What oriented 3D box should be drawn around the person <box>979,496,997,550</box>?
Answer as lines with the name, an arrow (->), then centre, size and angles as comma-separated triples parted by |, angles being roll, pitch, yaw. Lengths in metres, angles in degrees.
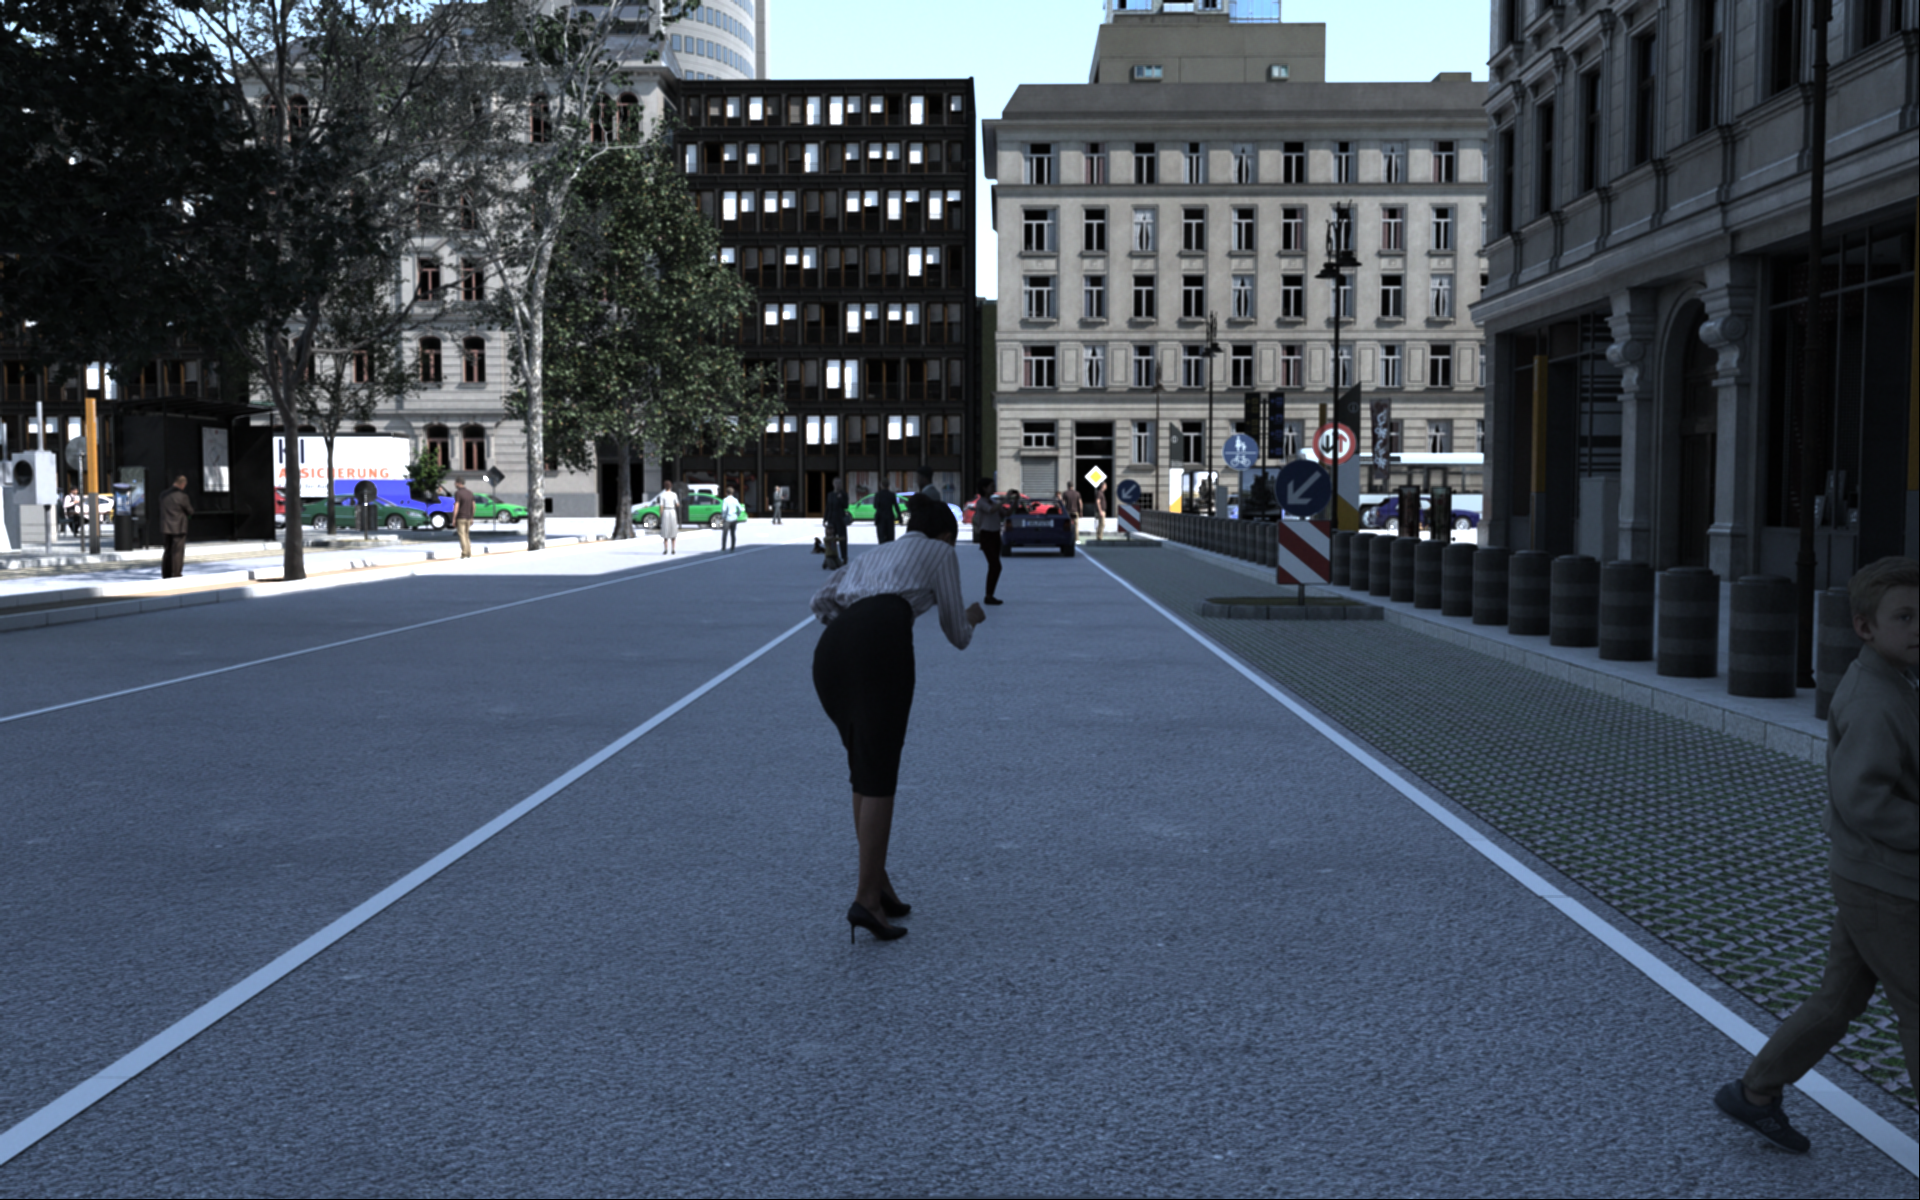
person -> 0.723, -2.079, 44.557 | 0.516, 1.574, 0.319 | 0, 4, 6

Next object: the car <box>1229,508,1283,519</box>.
car -> 12.999, -3.796, 71.652 | 3.694, 1.707, 1.945 | 0, 4, 1

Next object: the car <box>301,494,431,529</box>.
car -> -22.757, -3.333, 66.290 | 4.920, 1.459, 2.131 | 0, 4, 1

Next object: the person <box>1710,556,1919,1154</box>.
person -> 1.946, 0.558, 3.654 | 0.640, 1.303, 0.475 | 1, 4, 22

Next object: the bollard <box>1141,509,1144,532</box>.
bollard -> 6.214, -2.577, 56.859 | 0.404, 0.777, 0.398 | 0, 3, 0

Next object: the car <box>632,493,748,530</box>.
car -> -11.011, -3.765, 70.348 | 4.718, 1.807, 1.959 | 0, 4, 3

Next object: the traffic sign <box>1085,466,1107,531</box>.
traffic sign -> 4.760, -3.492, 60.742 | 0.795, 2.450, 0.064 | 0, 4, 1

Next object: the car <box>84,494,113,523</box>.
car -> -41.004, -4.542, 84.489 | 3.980, 1.641, 2.015 | 0, 3, 0

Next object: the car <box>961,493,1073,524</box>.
car -> 2.304, -3.618, 68.202 | 4.494, 1.783, 2.155 | 0, 3, 0

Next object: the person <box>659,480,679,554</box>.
person -> -6.923, -1.964, 41.178 | 0.480, 1.755, 0.524 | -1, 4, -21

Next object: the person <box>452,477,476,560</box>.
person -> -10.715, -1.753, 37.297 | 0.434, 1.807, 0.598 | 3, 4, 37

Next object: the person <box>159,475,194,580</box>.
person -> -12.961, -1.193, 28.688 | 0.565, 1.739, 0.600 | 0, 4, -8

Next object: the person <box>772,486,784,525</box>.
person -> -8.501, -4.438, 81.244 | 0.590, 1.801, 0.661 | 0, 4, 4

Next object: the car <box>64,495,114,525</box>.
car -> -40.991, -4.244, 81.749 | 4.827, 1.381, 2.083 | 0, 3, 0

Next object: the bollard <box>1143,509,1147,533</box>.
bollard -> 6.186, -2.504, 55.656 | 0.404, 0.777, 0.398 | 0, 3, 0

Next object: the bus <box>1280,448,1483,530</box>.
bus -> 18.312, -4.367, 66.263 | 13.247, 3.499, 2.948 | 0, 4, 1

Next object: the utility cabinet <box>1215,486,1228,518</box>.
utility cabinet -> 6.967, -2.290, 46.122 | 0.318, 1.500, 1.173 | 0, 4, 6

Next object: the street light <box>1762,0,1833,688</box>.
street light -> 5.604, -2.358, 11.340 | 0.468, 5.910, 1.993 | 0, 4, 1

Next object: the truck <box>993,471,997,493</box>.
truck -> 5.052, -12.508, 194.269 | 2.967, 4.110, 18.799 | 0, 4, 0

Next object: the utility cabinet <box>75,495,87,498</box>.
utility cabinet -> -44.815, -4.727, 88.456 | 0.306, 1.237, 1.020 | 3, 4, 37

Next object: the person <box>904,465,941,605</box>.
person -> -0.487, -0.848, 22.539 | 0.466, 1.800, 0.511 | 0, 4, 6

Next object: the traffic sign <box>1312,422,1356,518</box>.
traffic sign -> 6.610, -1.869, 30.657 | 0.768, 2.556, 0.104 | 1, 4, 10

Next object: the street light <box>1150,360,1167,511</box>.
street light -> 6.826, -5.325, 59.852 | 0.468, 5.910, 1.993 | 0, 4, 1

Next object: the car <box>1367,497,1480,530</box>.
car -> 17.026, -3.117, 63.545 | 3.894, 1.354, 1.945 | 0, 4, 1

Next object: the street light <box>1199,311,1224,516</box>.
street light -> 6.341, -4.344, 43.815 | 0.468, 5.910, 1.993 | 0, 4, 1

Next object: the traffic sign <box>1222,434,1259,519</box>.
traffic sign -> 5.937, -2.238, 36.705 | 0.768, 2.556, 0.104 | 1, 4, 9

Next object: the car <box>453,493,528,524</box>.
car -> -23.399, -4.642, 84.687 | 4.718, 1.807, 1.959 | 0, 4, 3

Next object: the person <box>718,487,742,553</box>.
person -> -5.573, -1.935, 41.954 | 0.589, 1.601, 0.330 | -2, 4, -31

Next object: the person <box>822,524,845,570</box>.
person -> -2.386, -1.000, 32.778 | 0.347, 0.859, 0.695 | -2, 4, -24

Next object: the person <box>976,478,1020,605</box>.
person -> 0.482, -0.772, 22.584 | 0.517, 1.644, 0.566 | -1, 4, -21

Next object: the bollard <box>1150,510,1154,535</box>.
bollard -> 6.130, -2.357, 53.253 | 0.404, 0.777, 0.398 | 0, 3, 0

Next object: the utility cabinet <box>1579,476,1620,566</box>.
utility cabinet -> 7.991, -0.796, 21.690 | 0.318, 1.500, 1.173 | 2, 4, 29

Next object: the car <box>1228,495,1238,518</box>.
car -> 11.904, -4.005, 77.478 | 4.499, 1.417, 2.014 | 0, 4, 1

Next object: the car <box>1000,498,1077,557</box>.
car -> 1.811, -1.737, 40.978 | 1.945, 1.354, 3.894 | 0, 4, 2

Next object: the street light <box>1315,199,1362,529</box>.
street light -> 5.981, -3.349, 27.538 | 0.468, 5.910, 1.993 | 0, 4, 1

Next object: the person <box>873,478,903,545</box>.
person -> -1.505, -1.646, 35.829 | 0.576, 1.772, 0.534 | -2, 4, -32

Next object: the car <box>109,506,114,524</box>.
car -> -34.517, -3.947, 74.757 | 3.980, 1.641, 2.015 | 0, 4, 3

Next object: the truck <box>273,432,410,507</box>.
truck -> -31.281, -5.551, 79.671 | 11.283, 4.237, 2.839 | 0, 4, 0

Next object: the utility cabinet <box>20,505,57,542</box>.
utility cabinet -> -24.292, -2.245, 45.387 | 1.173, 1.500, 0.318 | 1, 4, 11

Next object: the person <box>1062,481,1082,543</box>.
person -> 3.229, -2.529, 49.972 | 0.598, 1.807, 0.434 | 1, 4, 9

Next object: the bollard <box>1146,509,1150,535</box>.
bollard -> 6.154, -2.430, 54.455 | 0.404, 0.777, 0.398 | 0, 3, 0

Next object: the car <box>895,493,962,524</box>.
car -> -1.711, -4.446, 82.282 | 3.694, 1.707, 1.945 | 0, 4, 1

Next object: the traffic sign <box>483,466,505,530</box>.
traffic sign -> -16.477, -3.524, 61.267 | 0.795, 2.450, 0.064 | 0, 4, 1

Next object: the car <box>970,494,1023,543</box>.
car -> 1.269, -2.562, 51.682 | 2.009, 1.686, 4.222 | 0, 4, 2

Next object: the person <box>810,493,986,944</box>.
person -> -0.185, 0.361, 5.782 | 0.628, 1.438, 0.799 | 0, 4, -6

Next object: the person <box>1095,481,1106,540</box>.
person -> 4.234, -2.628, 51.589 | 0.434, 1.807, 0.598 | 1, 4, 23

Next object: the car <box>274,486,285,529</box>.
car -> -29.005, -3.689, 68.992 | 5.304, 1.827, 2.281 | 0, 4, 2

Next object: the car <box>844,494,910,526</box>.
car -> -3.794, -4.257, 78.391 | 4.718, 1.807, 1.959 | 0, 4, 0

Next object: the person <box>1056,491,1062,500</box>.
person -> 3.384, -2.914, 58.618 | 0.387, 1.526, 0.523 | 3, 4, 38

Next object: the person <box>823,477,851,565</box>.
person -> -2.466, -1.574, 34.653 | 0.576, 1.772, 0.534 | 0, 4, -1

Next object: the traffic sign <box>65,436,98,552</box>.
traffic sign -> -19.308, -2.321, 38.056 | 0.768, 2.556, 0.104 | 0, 4, 7
